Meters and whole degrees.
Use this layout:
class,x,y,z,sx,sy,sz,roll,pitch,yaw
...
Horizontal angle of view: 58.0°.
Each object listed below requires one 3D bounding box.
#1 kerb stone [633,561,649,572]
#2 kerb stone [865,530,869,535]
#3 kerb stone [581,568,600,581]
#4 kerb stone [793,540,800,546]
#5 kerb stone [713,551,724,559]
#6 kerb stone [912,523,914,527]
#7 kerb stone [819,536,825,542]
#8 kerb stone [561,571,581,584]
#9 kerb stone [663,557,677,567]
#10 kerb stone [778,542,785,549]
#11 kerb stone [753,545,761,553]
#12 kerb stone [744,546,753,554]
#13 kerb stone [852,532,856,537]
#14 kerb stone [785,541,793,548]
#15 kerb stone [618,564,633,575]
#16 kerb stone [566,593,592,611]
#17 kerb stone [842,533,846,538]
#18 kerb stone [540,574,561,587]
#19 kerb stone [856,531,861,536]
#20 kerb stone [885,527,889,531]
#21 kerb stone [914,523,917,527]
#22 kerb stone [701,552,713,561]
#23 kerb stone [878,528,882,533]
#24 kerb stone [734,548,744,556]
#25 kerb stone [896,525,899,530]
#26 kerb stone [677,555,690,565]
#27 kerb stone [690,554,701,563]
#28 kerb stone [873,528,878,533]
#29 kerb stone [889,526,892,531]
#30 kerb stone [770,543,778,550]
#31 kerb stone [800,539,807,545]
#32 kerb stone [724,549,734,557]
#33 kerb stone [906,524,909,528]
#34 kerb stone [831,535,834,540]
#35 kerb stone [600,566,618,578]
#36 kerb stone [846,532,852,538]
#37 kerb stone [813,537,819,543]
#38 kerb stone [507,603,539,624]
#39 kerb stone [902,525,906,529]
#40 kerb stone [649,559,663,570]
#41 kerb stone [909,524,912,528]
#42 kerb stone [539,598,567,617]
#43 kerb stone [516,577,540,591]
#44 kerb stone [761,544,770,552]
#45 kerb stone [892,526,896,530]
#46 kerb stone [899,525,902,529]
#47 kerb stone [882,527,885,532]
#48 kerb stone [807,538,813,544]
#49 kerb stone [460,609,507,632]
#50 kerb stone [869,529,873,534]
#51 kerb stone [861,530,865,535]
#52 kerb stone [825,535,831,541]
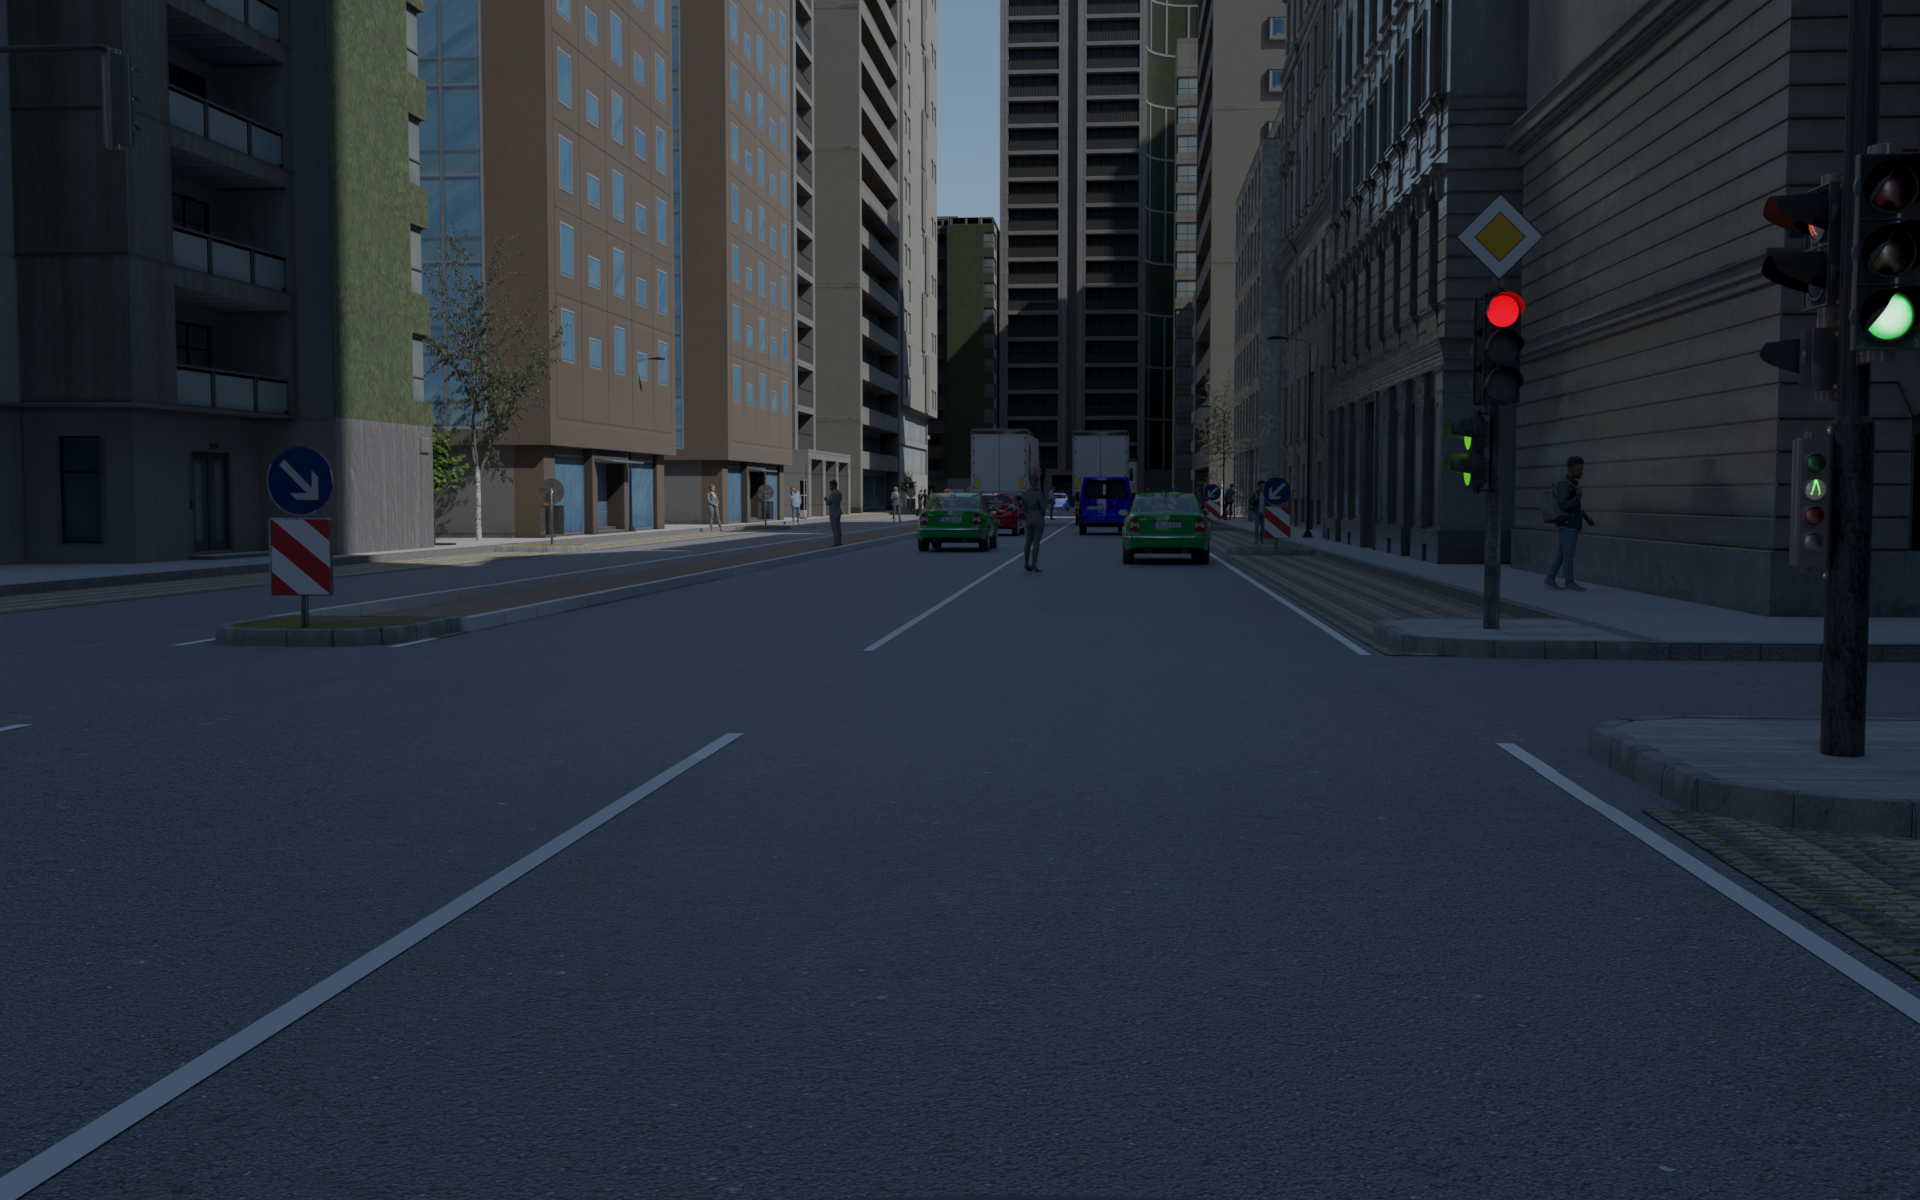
class,x,y,z,sx,sy,sz,roll,pitch,yaw
kerb stone,-5.974,-0.595,31.943,0.120,0.150,1.000,0,4,5
kerb stone,-3.383,-2.345,60.531,0.120,0.150,1.000,0,4,5
kerb stone,-6.250,-0.409,28.878,0.120,0.150,1.000,0,4,5
kerb stone,-4.584,-1.532,47.243,0.120,0.150,1.000,0,4,5
kerb stone,-5.420,-0.970,38.069,0.120,0.150,1.000,0,4,5
kerb stone,-2.169,-3.157,73.815,0.120,0.150,1.000,0,4,5
kerb stone,-4.219,-1.778,51.325,0.120,0.150,1.000,0,4,5
kerb stone,-6.350,-0.347,27.861,0.120,0.150,1.000,0,4,5
kerb stone,-5.794,-0.721,33.982,0.120,0.150,1.000,0,4,5
kerb stone,-4.778,-1.402,45.205,0.120,0.150,1.000,0,4,5
kerb stone,-5.057,-1.219,42.144,0.120,0.150,1.000,0,4,5
kerb stone,-5.135,-1.156,41.123,0.120,0.150,1.000,0,4,5
kerb stone,-3.657,-2.152,57.454,0.120,0.150,1.000,0,4,5
kerb stone,-4.684,-1.470,46.223,0.120,0.150,1.000,0,4,5
kerb stone,-6.074,-0.532,30.915,0.120,0.150,1.000,0,4,5
kerb stone,-4.822,0.040,21.534,0.120,0.150,1.000,0,4,5
kerb stone,-3.854,-2.032,55.417,0.120,0.150,1.000,0,4,5
kerb stone,-6.444,-0.282,26.837,0.120,0.150,1.000,0,4,5
kerb stone,-3.565,-2.219,58.477,0.120,0.150,1.000,0,4,5
kerb stone,-2.918,-2.658,65.653,0.120,0.150,1.000,0,4,5
kerb stone,-2.079,-3.220,74.835,0.120,0.150,1.000,0,4,5
kerb stone,-5.507,-0.899,37.045,0.120,0.150,1.000,0,4,5
kerb stone,-3.093,-2.532,63.598,0.120,0.150,1.000,0,4,5
kerb stone,-5.234,-1.095,40.105,0.120,0.150,1.000,0,4,5
kerb stone,-2.641,-2.845,68.717,0.120,0.150,1.000,0,4,5
kerb stone,-5.699,-0.782,35.000,0.120,0.150,1.000,0,4,5
kerb stone,-5.610,-0.845,36.027,0.120,0.150,1.000,0,4,5
kerb stone,-3.183,-2.470,62.580,0.120,0.150,1.000,0,4,5
kerb stone,-2.822,-2.720,66.671,0.120,0.150,1.000,0,4,5
kerb stone,-4.870,-1.345,44.187,0.120,0.150,1.000,0,4,5
kerb stone,-4.491,-1.594,48.264,0.120,0.150,1.000,0,4,5
kerb stone,-5.324,-1.032,39.087,0.120,0.150,1.000,0,4,5
kerb stone,-2.355,-3.032,71.775,0.120,0.150,1.000,0,4,5
kerb stone,-4.030,-1.905,53.377,0.120,0.150,1.000,0,4,5
kerb stone,-6.155,-0.471,29.896,0.120,0.150,1.000,0,4,5
kerb stone,-3.752,-2.094,56.436,0.120,0.150,1.000,0,4,5
kerb stone,-4.310,-1.718,50.305,0.120,0.150,1.000,0,4,5
kerb stone,-4.997,0.165,19.497,0.120,0.150,1.000,0,4,5
kerb stone,-2.448,-2.970,70.753,0.120,0.150,1.000,0,4,5
kerb stone,-5.886,-0.658,32.962,0.120,0.150,1.000,0,4,5
kerb stone,-2.260,-3.093,72.796,0.120,0.150,1.000,0,4,5
kerb stone,-4.904,0.103,20.515,0.120,0.150,1.000,0,4,5
kerb stone,-6.531,-0.221,25.815,0.120,0.150,1.000,0,4,5
kerb stone,-4.953,-1.283,43.168,0.120,0.150,1.000,0,4,5
kerb stone,-2.726,-2.780,67.689,0.120,0.150,1.000,0,4,5
kerb stone,-2.548,-2.908,69.735,0.120,0.150,1.000,0,4,5
kerb stone,-3.007,-2.595,64.625,0.120,0.150,1.000,0,4,5
kerb stone,-4.395,-1.648,49.287,0.120,0.150,1.000,0,4,5
kerb stone,-5.091,0.228,18.475,0.120,0.150,1.000,0,4,5
kerb stone,-3.295,-2.407,61.557,0.120,0.150,1.000,0,4,5
kerb stone,-3.471,-2.278,59.500,0.120,0.150,1.000,0,4,5
kerb stone,-4.124,-1.844,52.348,0.120,0.150,1.000,0,4,5
